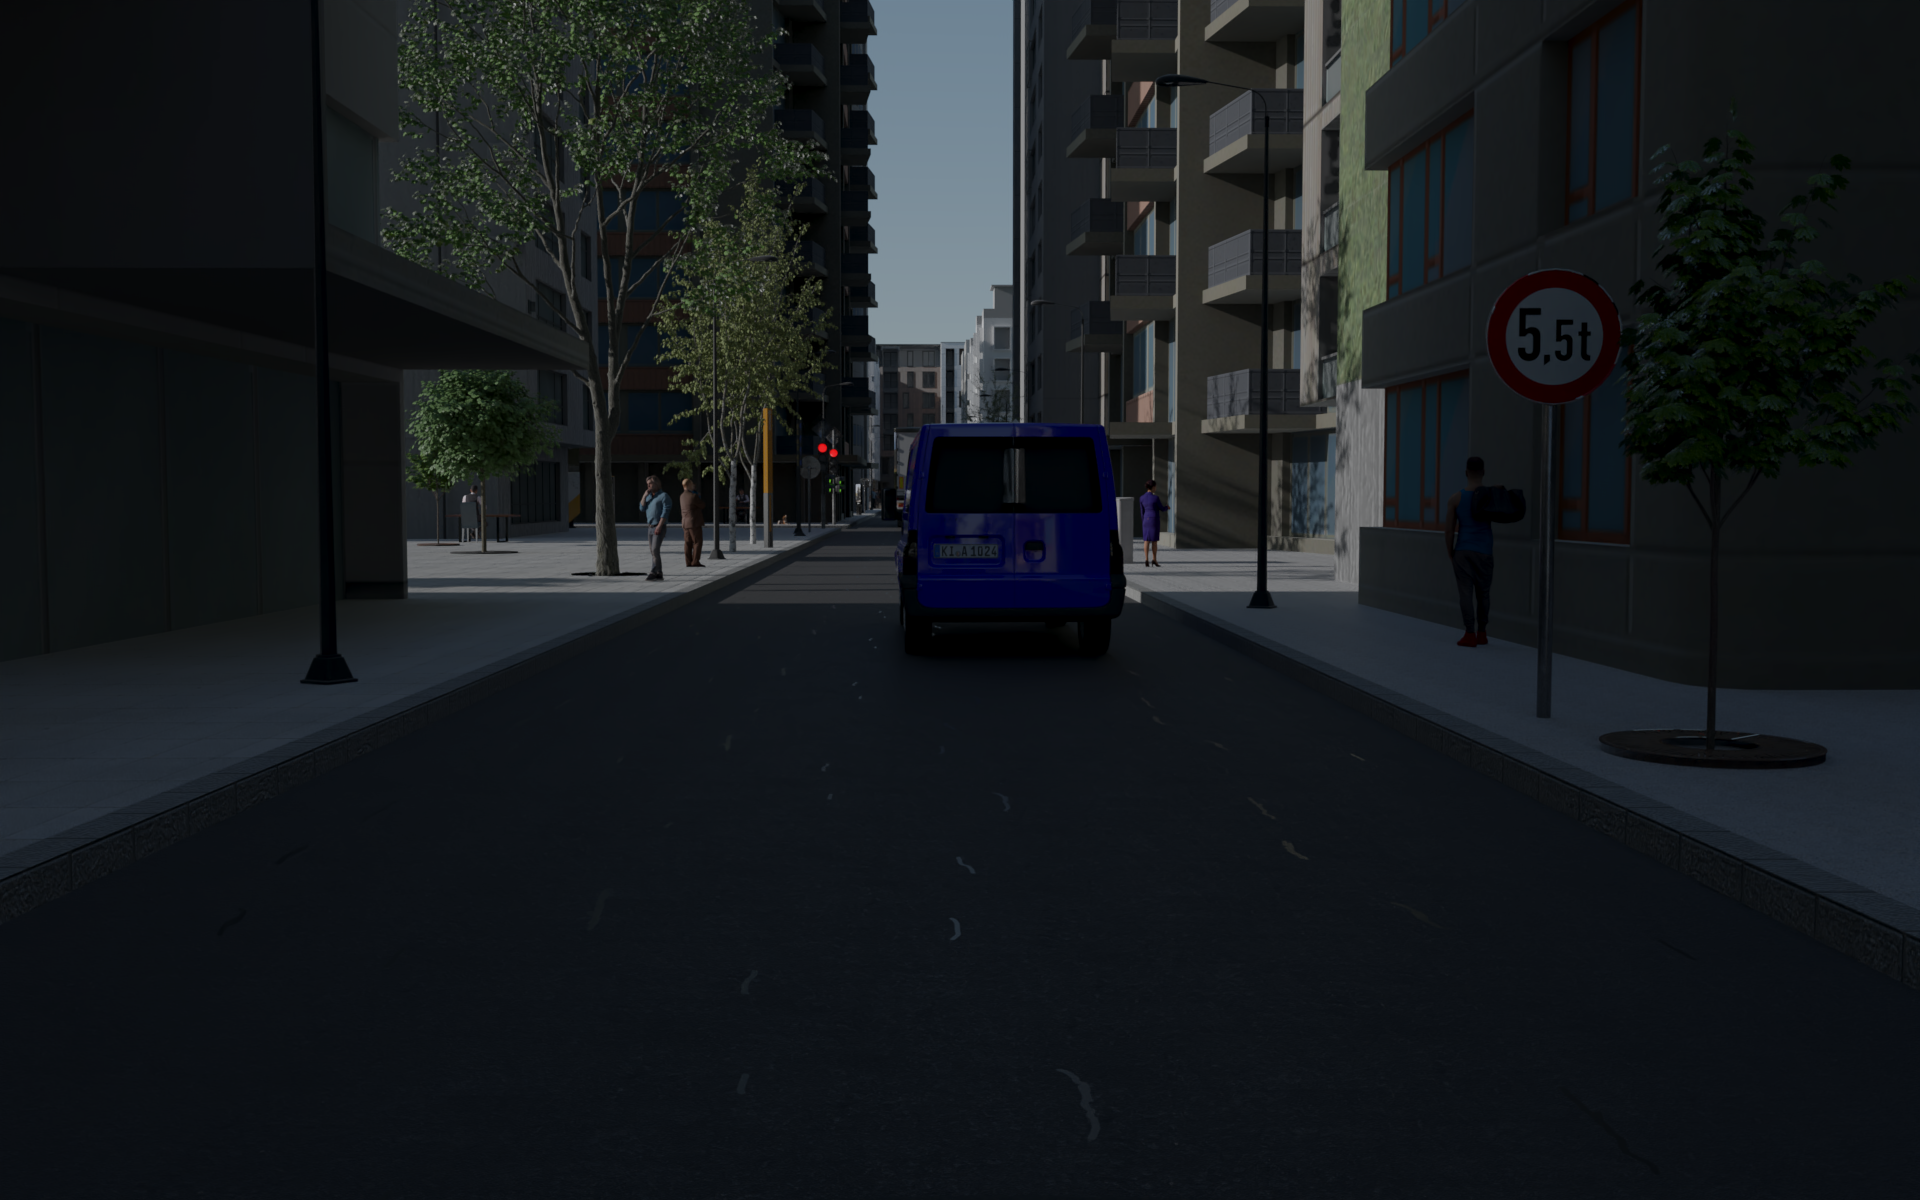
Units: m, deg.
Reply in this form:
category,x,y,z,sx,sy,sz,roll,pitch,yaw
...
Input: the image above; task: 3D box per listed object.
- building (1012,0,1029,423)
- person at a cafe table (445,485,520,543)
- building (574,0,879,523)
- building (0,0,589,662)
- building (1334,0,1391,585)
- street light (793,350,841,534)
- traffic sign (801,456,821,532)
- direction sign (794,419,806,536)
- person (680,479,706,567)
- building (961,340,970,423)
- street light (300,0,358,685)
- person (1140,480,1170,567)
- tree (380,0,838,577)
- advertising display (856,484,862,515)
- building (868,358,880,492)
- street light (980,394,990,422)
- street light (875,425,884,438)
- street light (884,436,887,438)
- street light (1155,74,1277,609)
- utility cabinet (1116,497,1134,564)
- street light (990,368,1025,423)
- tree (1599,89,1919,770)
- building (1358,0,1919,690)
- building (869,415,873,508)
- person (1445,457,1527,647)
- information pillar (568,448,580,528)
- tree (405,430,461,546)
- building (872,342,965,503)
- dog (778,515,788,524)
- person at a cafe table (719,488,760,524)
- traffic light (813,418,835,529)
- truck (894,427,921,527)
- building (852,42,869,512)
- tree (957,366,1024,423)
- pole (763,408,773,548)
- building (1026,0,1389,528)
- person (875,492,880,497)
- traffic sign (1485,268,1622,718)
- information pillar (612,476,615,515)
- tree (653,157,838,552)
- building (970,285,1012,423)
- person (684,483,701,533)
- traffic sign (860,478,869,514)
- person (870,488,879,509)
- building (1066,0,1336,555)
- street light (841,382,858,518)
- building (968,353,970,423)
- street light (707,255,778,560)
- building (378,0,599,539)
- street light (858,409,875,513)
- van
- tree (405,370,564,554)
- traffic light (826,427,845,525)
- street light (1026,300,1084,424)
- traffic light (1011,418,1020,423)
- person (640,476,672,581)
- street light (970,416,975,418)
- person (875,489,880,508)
category,x,y,z,sx,sy,sz,roll,pitch,yaw
building,14.201,-35.462,121.806,21.231,58.520,28.212,0,4,-1
person at a cafe table,-12.748,-2.288,45.921,1.698,1.524,1.622,0,4,4
building,-15.508,-26.567,88.999,22.147,44.769,28.867,0,4,-1
building,-17.558,-25.474,5.734,28.713,52.752,27.495,0,4,-1
building,12.553,-20.967,26.397,14.154,41.232,14.086,0,4,-1
street light,-4.700,-5.106,56.023,1.470,5.913,1.316,0,4,-1
traffic sign,-5.040,-3.537,57.932,0.768,2.556,0.104,0,4,-1
direction sign,-4.896,-3.722,52.854,0.379,3.537,0.876,-1,4,-15
person,-4.709,-1.355,30.472,0.388,1.546,0.482,-3,5,-42
building,8.871,-20.818,206.823,16.747,18.905,31.486,0,4,-1
street light,-3.755,-2.390,11.622,1.470,5.913,1.316,0,4,-1
person,3.420,-1.352,30.511,0.453,1.535,0.546,1,4,22
tree,-5.602,-6.197,27.073,9.928,11.665,9.643,0,3,0
advertising display,-6.205,-6.186,106.356,0.123,1.923,0.974,-1,4,-21
building,-15.751,-21.958,215.428,11.380,20.091,16.016,0,4,-1
street light,1.624,-6.614,80.674,1.470,5.913,1.316,0,4,-1
street light,-6.051,-8.802,116.456,1.470,5.913,1.316,0,4,-1
street light,-6.584,-10.196,139.248,1.470,5.913,1.316,0,4,-1
street light,2.863,-2.863,19.354,1.470,5.913,1.316,0,4,-1
utility cabinet,2.910,-1.292,32.289,0.306,1.237,1.020,-1,4,-16
street light,1.980,-5.582,63.812,1.470,5.913,1.316,0,4,-1
tree,3.627,-0.842,8.372,1.663,3.219,1.824,0,3,0
building,18.796,-9.813,5.488,27.650,21.520,28.899,0,4,-1
building,-13.194,-14.124,173.077,9.099,9.664,28.070,0,4,-1
person,4.397,-0.407,14.575,0.647,1.594,0.662,0,4,-2
information pillar,-14.486,-4.491,64.785,0.504,3.616,0.183,-1,4,-19
tree,-13.043,-2.965,43.082,1.663,3.219,1.824,0,3,0
building,-5.042,-24.610,246.343,32.646,21.610,27.936,0,4,-1
dog,-7.422,-3.387,73.112,0.550,0.427,0.748,0,4,-4
person at a cafe table,-9.451,-4.021,74.257,1.698,1.524,1.622,0,4,6
traffic light,-5.053,-4.603,64.184,0.839,4.253,0.868,0,4,-1
truck,-1.594,-5.457,78.141,2.839,4.237,11.283,0,4,-1
building,-17.604,-35.658,125.014,21.231,58.520,28.212,0,4,-1
tree,1.867,-9.083,98.864,4.360,8.622,3.978,0,3,0
pole,-4.576,-2.903,41.309,0.158,3.312,0.155,0,3,0
building,10.380,-24.143,78.335,14.086,41.232,14.154,0,4,-1
person,-9.957,-12.235,206.880,0.721,1.735,1.217,2,4,34
traffic sign,3.353,-0.597,9.870,0.768,2.556,0.104,0,4,1
information pillar,-14.387,-4.071,71.058,0.304,2.012,0.304,2,4,31
tree,-5.053,-5.385,38.413,4.737,8.622,4.395,0,3,0
building,9.307,-18.706,162.269,16.016,20.091,11.380,0,4,-1
person,-8.039,-2.705,51.978,0.593,1.614,0.444,-1,4,-21
traffic sign,-6.237,-6.800,113.308,0.606,2.300,0.079,0,4,6
person,-7.598,-8.969,152.669,0.705,1.826,1.348,2,4,32
building,14.499,-24.046,47.773,22.147,44.769,28.867,0,4,-1
street light,-5.129,-6.093,72.166,1.470,5.913,1.316,0,4,-1
building,8.870,-20.120,185.388,16.016,20.091,11.380,0,4,-1
street light,-4.236,-3.750,33.853,1.470,5.913,1.316,0,4,-1
building,-19.309,-17.338,55.182,14.107,30.474,14.160,0,4,-1
street light,-5.534,-7.448,94.312,1.470,5.913,1.316,0,4,-1
van,0.340,-0.787,17.256,2.240,2.365,5.245,0,4,-3
tree,-10.416,-3.289,37.485,4.285,4.588,4.351,0,3,0
traffic light,-5.228,-5.092,72.167,0.839,4.253,0.868,0,4,-1
street light,2.403,-4.228,41.666,1.470,5.913,1.316,0,4,-1
traffic light,2.046,-4.614,64.355,0.839,4.253,0.868,0,4,-1
person,-4.484,-1.058,25.554,0.429,1.552,0.499,-1,4,-21
street light,1.111,-7.968,102.818,1.470,5.913,1.316,0,4,-1
person,-7.547,-9.219,157.576,0.445,1.727,0.742,1,4,21
